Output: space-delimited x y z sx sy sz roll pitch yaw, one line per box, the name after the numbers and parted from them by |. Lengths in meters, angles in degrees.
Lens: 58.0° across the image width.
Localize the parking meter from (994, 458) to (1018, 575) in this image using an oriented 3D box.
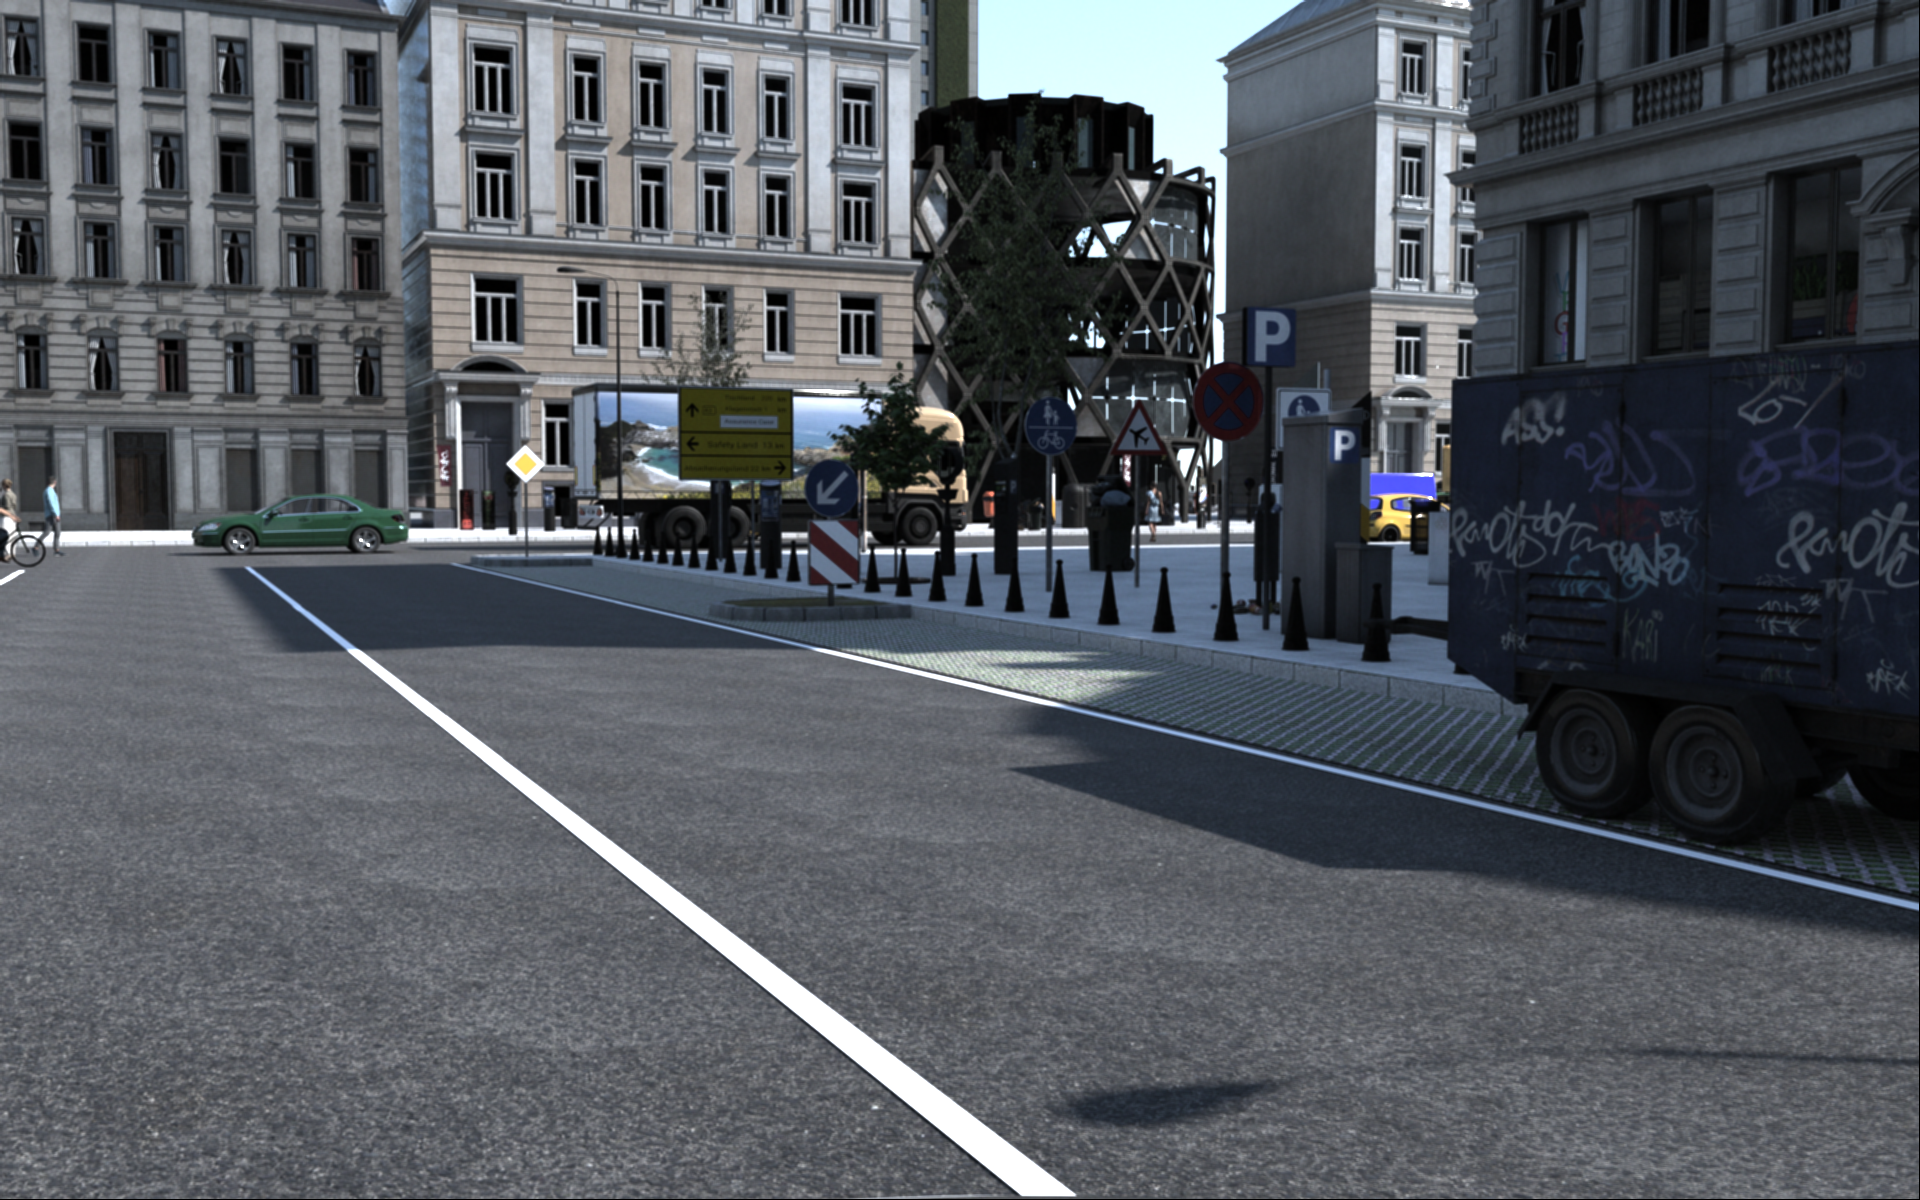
0.735 -1.345 27.705 0.255 1.863 0.399 2 4 31 | parking meter

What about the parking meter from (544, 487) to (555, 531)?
-14.108 -3.127 59.529 0.372 1.533 0.369 0 3 0 | parking meter

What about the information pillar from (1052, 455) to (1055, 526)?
3.765 -4.823 70.213 0.183 3.616 0.504 1 4 16 | information pillar

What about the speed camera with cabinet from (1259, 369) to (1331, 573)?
5.486 -2.066 28.120 0.660 3.252 2.038 -1 4 -12 | speed camera with cabinet

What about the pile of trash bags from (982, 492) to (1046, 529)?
1.863 -3.327 64.151 1.912 1.369 3.447 2 4 32 | pile of trash bags

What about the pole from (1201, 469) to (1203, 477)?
19.735 -9.033 141.540 0.158 3.312 0.155 0 3 0 | pole

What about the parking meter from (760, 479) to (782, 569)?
-3.261 -1.311 29.842 0.372 1.533 0.369 0 3 0 | parking meter

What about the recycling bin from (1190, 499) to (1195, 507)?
15.969 -6.553 119.693 0.722 1.027 0.722 2 4 26 | recycling bin

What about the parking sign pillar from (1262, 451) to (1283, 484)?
15.210 -5.840 83.958 1.447 3.967 1.447 -3 5 -45 | parking sign pillar

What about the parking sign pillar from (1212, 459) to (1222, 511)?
18.837 -8.507 127.558 1.447 3.967 1.447 -3 5 -40 | parking sign pillar

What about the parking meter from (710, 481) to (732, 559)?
-4.750 -1.758 34.459 0.399 1.863 0.255 0 4 3 | parking meter

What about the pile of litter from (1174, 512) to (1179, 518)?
11.026 -4.863 93.468 1.719 0.858 1.176 1 4 18 | pile of litter

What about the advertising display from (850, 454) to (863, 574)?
-1.653 -1.376 27.716 0.123 1.923 0.974 0 4 1 | advertising display

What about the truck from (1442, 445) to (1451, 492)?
21.719 -4.001 61.342 9.791 3.379 3.469 -2 4 -24 | truck

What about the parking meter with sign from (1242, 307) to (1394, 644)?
3.231 -1.179 15.541 0.543 3.016 1.738 -2 4 -24 | parking meter with sign

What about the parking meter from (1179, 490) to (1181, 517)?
12.460 -5.582 96.977 0.399 1.863 0.255 1 4 14 | parking meter

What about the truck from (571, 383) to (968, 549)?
-4.661 -3.562 47.148 11.283 4.237 2.839 -2 4 -26 | truck

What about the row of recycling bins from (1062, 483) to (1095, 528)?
4.721 -3.626 66.392 1.069 1.692 3.534 1 4 18 | row of recycling bins

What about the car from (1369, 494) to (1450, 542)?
12.614 -2.325 48.245 3.980 1.641 2.015 -2 4 -24 | car

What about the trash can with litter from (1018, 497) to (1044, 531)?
2.386 -3.025 60.840 1.055 1.170 0.624 0 4 -6 | trash can with litter

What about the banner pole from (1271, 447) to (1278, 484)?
14.487 -5.558 80.892 0.863 3.779 0.401 3 4 39 | banner pole

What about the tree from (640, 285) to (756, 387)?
-9.013 -6.789 61.367 4.360 8.622 3.978 0 3 0 | tree

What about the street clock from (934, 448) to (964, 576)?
-0.197 -1.384 27.202 0.471 2.002 0.358 2 4 34 | street clock

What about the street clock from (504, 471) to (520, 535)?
-14.004 -3.036 54.201 0.471 2.002 0.358 2 4 33 | street clock

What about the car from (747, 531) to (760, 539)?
-7.517 -2.670 53.877 3.980 1.641 2.015 -2 4 -27 | car

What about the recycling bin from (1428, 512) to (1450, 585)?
7.102 -0.740 24.652 0.722 1.027 0.722 2 4 28 | recycling bin

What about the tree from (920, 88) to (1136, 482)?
1.095 -5.026 32.538 4.737 8.622 4.395 0 3 0 | tree

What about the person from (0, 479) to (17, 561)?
-20.538 -1.727 37.291 0.362 1.759 0.519 0 4 -8 | person

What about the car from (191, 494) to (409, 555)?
-15.878 -1.835 41.805 4.920 1.459 2.131 -2 4 -25 | car

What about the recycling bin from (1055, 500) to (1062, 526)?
4.256 -3.457 69.070 0.722 1.027 0.722 2 4 28 | recycling bin

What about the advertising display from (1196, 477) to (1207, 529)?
8.959 -3.612 64.264 0.123 1.923 0.974 2 4 26 | advertising display

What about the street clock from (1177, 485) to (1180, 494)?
15.996 -7.401 125.574 0.471 2.002 0.358 2 4 27 | street clock

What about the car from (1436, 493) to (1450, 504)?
16.785 -3.262 62.133 4.718 1.807 1.959 -2 4 -23 | car

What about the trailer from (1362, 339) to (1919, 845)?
3.200 -0.073 8.239 1.471 1.999 3.904 -2 4 -26 | trailer

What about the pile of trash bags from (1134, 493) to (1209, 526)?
8.439 -3.711 70.424 3.447 1.369 1.912 2 4 25 | pile of trash bags

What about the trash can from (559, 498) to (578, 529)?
-14.437 -3.202 64.001 0.748 1.137 0.748 0 3 0 | trash can

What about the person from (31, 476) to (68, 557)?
-21.005 -1.930 39.914 0.748 1.841 0.638 -1 4 -19 | person

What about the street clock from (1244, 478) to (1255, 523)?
12.693 -4.366 75.946 0.471 2.002 0.358 0 4 3 | street clock

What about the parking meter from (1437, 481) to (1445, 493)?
20.835 -4.242 75.063 0.255 1.863 0.399 3 4 39 | parking meter

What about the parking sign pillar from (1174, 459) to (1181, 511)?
16.556 -8.909 134.141 1.447 3.967 1.447 3 5 41 | parking sign pillar

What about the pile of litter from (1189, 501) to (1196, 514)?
14.717 -6.038 112.690 1.719 0.858 1.176 -2 4 -27 | pile of litter

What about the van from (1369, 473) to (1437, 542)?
11.358 -2.827 50.609 5.245 2.365 2.240 -2 4 -24 | van

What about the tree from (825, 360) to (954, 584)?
-0.822 -1.858 24.983 1.663 3.219 1.824 0 3 0 | tree

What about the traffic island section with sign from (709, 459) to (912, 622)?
-1.866 -0.715 20.325 1.989 1.847 2.006 -2 4 -25 | traffic island section with sign

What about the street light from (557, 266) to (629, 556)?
-7.564 -3.863 35.703 1.470 5.913 1.316 -2 4 -25 | street light

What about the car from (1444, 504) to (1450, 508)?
17.481 -2.639 55.510 4.827 1.381 2.083 -2 4 -25 | car

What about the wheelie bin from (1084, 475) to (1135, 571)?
2.508 -1.282 28.867 0.693 1.594 0.980 -2 4 -34 | wheelie bin

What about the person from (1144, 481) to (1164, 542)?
5.824 -2.642 51.792 0.616 1.811 0.778 0 4 -7 | person

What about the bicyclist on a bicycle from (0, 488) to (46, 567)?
-18.754 -1.453 33.783 1.625 1.676 1.499 -2 4 -24 | bicyclist on a bicycle

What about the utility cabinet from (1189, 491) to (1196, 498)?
17.218 -7.241 127.073 0.318 1.500 1.173 -2 4 -32 | utility cabinet

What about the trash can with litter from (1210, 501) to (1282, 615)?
3.600 -0.490 19.069 1.678 1.210 2.233 2 4 28 | trash can with litter

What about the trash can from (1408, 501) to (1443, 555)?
9.891 -1.540 36.828 0.748 1.137 0.748 0 3 0 | trash can
